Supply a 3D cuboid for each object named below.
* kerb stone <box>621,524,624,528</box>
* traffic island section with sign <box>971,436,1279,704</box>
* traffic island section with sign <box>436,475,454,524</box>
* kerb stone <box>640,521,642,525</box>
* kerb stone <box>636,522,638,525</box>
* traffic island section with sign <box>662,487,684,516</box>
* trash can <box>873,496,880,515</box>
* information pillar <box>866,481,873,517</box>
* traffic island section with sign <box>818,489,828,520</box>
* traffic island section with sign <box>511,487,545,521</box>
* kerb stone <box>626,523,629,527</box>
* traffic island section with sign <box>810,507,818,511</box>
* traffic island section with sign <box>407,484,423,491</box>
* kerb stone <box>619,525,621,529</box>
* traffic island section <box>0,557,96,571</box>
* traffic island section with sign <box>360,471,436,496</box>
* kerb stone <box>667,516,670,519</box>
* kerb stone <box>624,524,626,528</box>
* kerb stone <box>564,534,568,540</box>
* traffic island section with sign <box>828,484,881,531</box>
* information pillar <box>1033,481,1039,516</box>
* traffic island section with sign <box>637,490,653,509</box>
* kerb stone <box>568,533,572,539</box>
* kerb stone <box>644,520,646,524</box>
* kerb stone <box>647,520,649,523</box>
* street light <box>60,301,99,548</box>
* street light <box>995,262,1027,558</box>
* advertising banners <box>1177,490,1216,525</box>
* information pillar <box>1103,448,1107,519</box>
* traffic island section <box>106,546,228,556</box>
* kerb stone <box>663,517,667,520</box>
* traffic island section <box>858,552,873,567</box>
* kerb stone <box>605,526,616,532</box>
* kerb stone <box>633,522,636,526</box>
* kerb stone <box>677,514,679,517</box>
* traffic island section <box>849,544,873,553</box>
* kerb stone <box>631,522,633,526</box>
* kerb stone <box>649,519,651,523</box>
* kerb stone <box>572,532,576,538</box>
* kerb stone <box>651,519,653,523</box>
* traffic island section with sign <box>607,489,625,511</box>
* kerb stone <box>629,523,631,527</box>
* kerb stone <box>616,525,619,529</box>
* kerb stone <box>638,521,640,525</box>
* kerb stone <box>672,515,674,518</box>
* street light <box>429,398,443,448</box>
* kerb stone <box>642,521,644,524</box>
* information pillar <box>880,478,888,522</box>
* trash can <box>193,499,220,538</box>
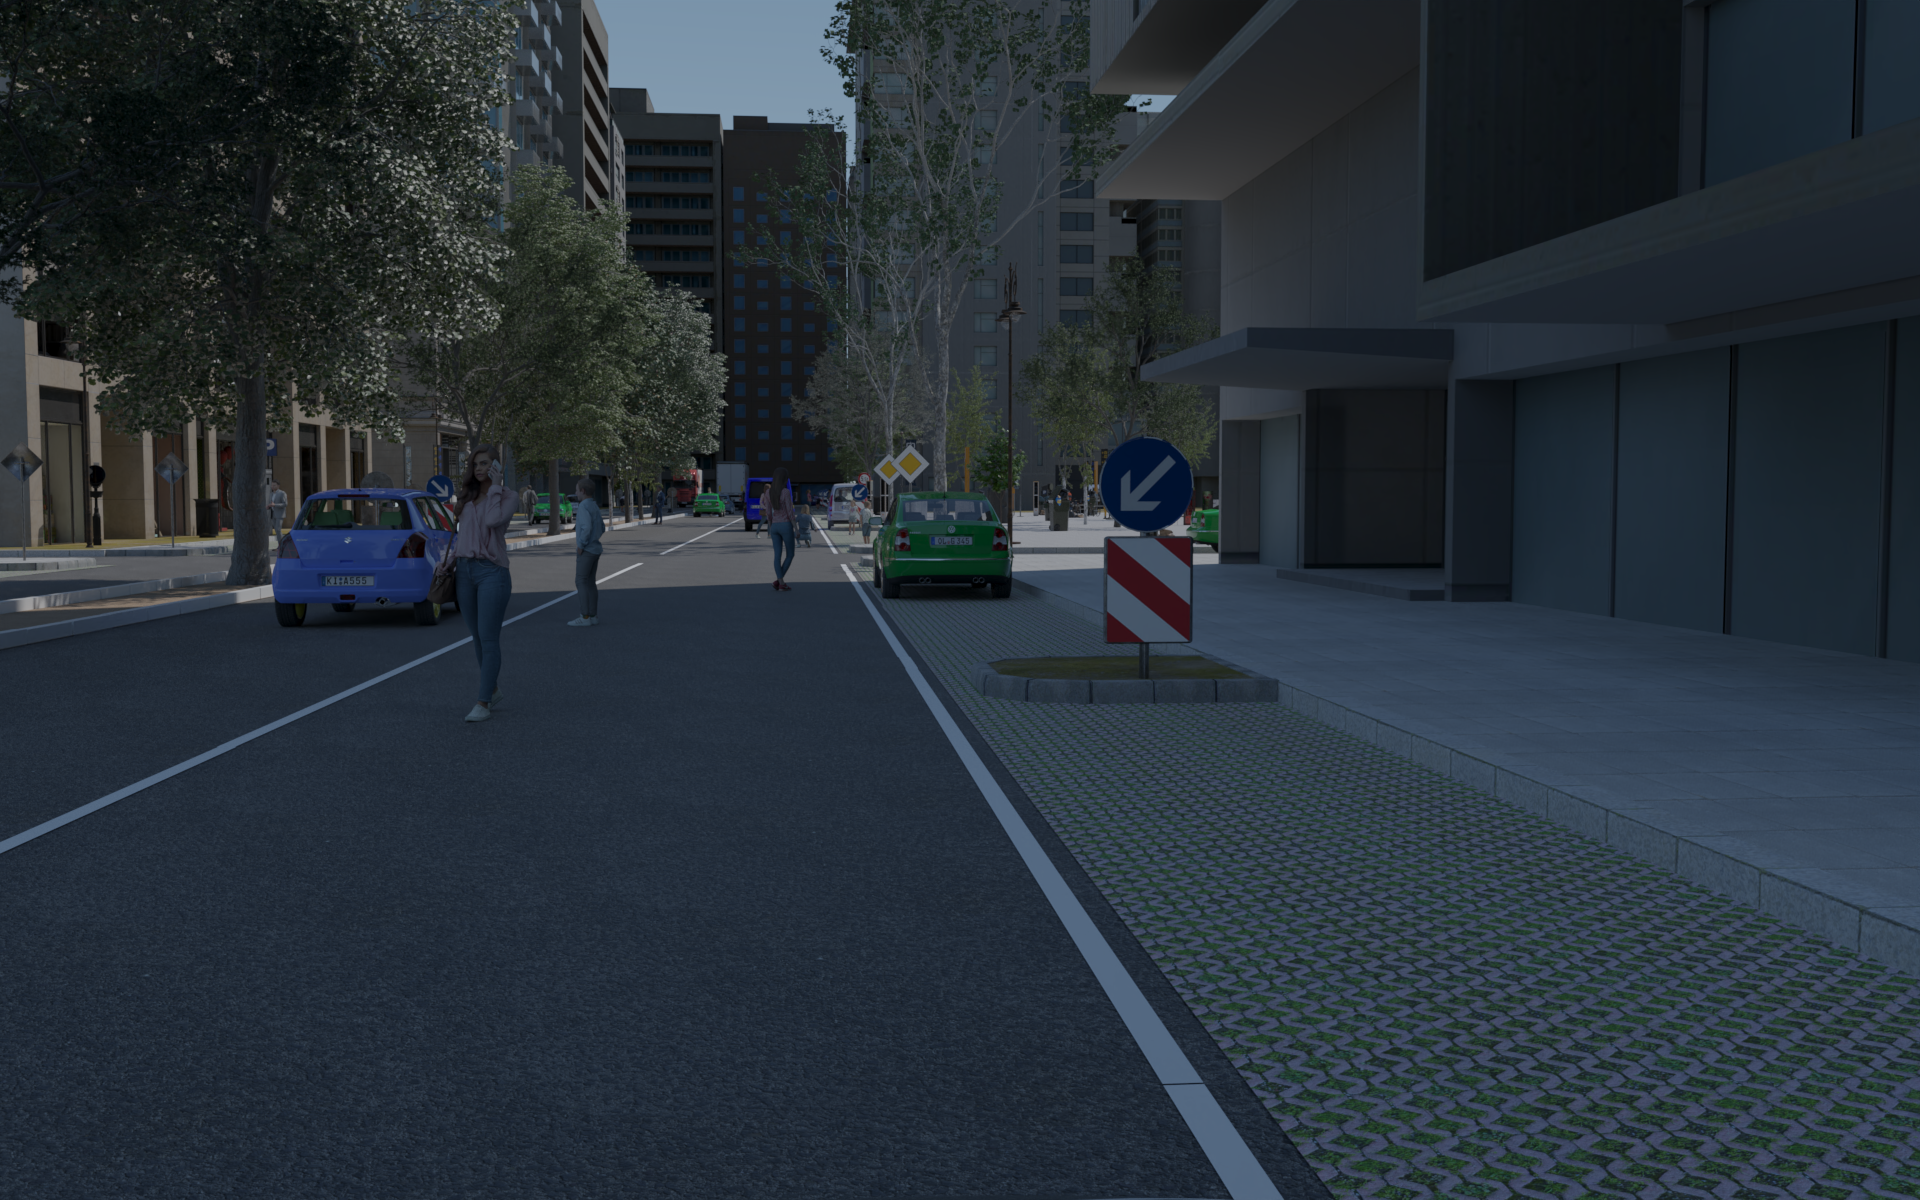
[{"bbox_3d":[-14.124,-3.025,71.652,0.120,0.150,1.000,0,4,-5],"label":"kerb stone"},{"bbox_3d":[1.111,-0.249,12.704,1.989,1.847,2.006,0,4,-5],"label":"traffic island section with sign"},{"bbox_3d":[-12.338,-2.046,41.584,2.006,1.907,1.989,0,4,-5],"label":"traffic island section with sign"},{"bbox_3d":[-14.898,-3.518,79.810,0.120,0.150,1.000,0,4,-5],"label":"kerb stone"},{"bbox_3d":[-14.697,-3.397,77.773,0.120,0.150,1.000,0,4,-5],"label":"kerb stone"},{"bbox_3d":[-19.393,-6.621,116.391,2.006,1.907,1.989,0,4,-5],"label":"traffic island section with sign"},{"bbox_3d":[-4.895,-5.650,104.027,0.748,1.137,0.748,0,3,0],"label":"trash can"},{"bbox_3d":[-4.928,-5.487,94.206,0.304,2.012,0.304,1,4,17],"label":"information pillar"},{"bbox_3d":[-6.567,-5.237,94.247,1.989,1.847,2.006,0,4,-5],"label":"traffic island section with sign"},{"bbox_3d":[-23.325,-5.153,92.882,1.989,1.847,2.006,0,4,-5],"label":"traffic island section with sign"},{"bbox_3d":[-14.320,-3.150,73.691,0.120,0.150,1.000,0,4,-5],"label":"kerb stone"},{"bbox_3d":[-13.865,-9.980,171.806,1.989,1.847,2.006,0,4,-5],"label":"traffic island section with sign"},{"bbox_3d":[-20.781,-3.500,65.849,1.989,1.847,2.006,0,4,-5],"label":"traffic island section with sign"},{"bbox_3d":[-14.023,-2.955,70.635,0.120,0.150,1.000,0,4,-5],"label":"kerb stone"},{"bbox_3d":[-18.047,-0.678,33.373,2.009,0.180,2.903,0,4,-5],"label":"traffic island section"},{"bbox_3d":[-11.653,-1.595,34.208,2.006,1.907,1.989,0,4,-5],"label":"traffic island section with sign"},{"bbox_3d":[-16.523,-4.584,97.183,0.120,0.150,1.000,0,4,-5],"label":"kerb stone"},{"bbox_3d":[-14.224,-3.085,72.673,0.120,0.150,1.000,0,4,-5],"label":"kerb stone"},{"bbox_3d":[-12.493,-1.963,54.284,0.120,0.150,1.000,0,4,-5],"label":"kerb stone"},{"bbox_3d":[-4.034,-3.595,67.411,1.989,1.847,2.006,0,4,-5],"label":"traffic island section with sign"},{"bbox_3d":[4.425,-5.894,100.860,0.304,2.012,0.304,0,4,2],"label":"information pillar"},{"bbox_3d":[-30.544,-9.839,169.503,1.989,1.847,2.006,0,4,-5],"label":"traffic island section with sign"},{"bbox_3d":[-12.587,-2.024,55.302,0.120,0.150,1.000,0,4,-5],"label":"kerb stone"},{"bbox_3d":[-15.079,-3.646,81.851,0.120,0.150,1.000,0,4,-5],"label":"kerb stone"},{"bbox_3d":[-15.274,-3.773,83.892,0.120,0.150,1.000,0,4,-5],"label":"kerb stone"},{"bbox_3d":[-20.816,-4.187,41.244,0.468,5.910,1.993,0,4,-5],"label":"street light"},{"bbox_3d":[1.006,-3.785,34.677,0.468,5.910,1.993,0,4,-5],"label":"street light"},{"bbox_3d":[9.467,-4.589,71.220,2.074,3.025,0.090,0,3,0],"label":"advertising banners"},{"bbox_3d":[7.460,-5.971,88.985,0.183,3.616,0.504,0,4,-2],"label":"information pillar"},{"bbox_3d":[-18.796,-1.165,41.323,2.009,0.180,2.903,0,4,-5],"label":"traffic island section"},{"bbox_3d":[-16.339,-4.455,95.137,0.120,0.150,1.000,0,4,-5],"label":"kerb stone"},{"bbox_3d":[-0.980,-0.776,34.969,2.009,0.180,2.903,0,4,-5],"label":"traffic island section"},{"bbox_3d":[-13.828,-2.838,68.591,0.120,0.150,1.000,0,4,-5],"label":"kerb stone"},{"bbox_3d":[-14.598,-3.337,76.754,0.120,0.150,1.000,0,4,-5],"label":"kerb stone"},{"bbox_3d":[-17.199,-5.022,104.315,0.120,0.150,1.000,0,4,-5],"label":"kerb stone"},{"bbox_3d":[-1.729,-1.262,42.919,2.009,0.180,2.903,0,4,-5],"label":"traffic island section"},{"bbox_3d":[-14.507,-3.275,75.735,0.120,0.150,1.000,0,4,-5],"label":"kerb stone"},{"bbox_3d":[-15.375,-3.835,84.909,0.120,0.150,1.000,0,4,-5],"label":"kerb stone"},{"bbox_3d":[-12.679,-2.085,56.331,0.120,0.150,1.000,0,4,-5],"label":"kerb stone"},{"bbox_3d":[-15.466,-3.892,85.942,0.120,0.150,1.000,0,4,-5],"label":"kerb stone"},{"bbox_3d":[-28.023,-8.198,142.665,1.989,1.847,2.006,0,4,-5],"label":"traffic island section with sign"},{"bbox_3d":[-14.407,-3.212,74.712,0.120,0.150,1.000,0,4,-5],"label":"kerb stone"},{"bbox_3d":[-13.938,-2.900,69.614,0.120,0.150,1.000,0,4,-5],"label":"kerb stone"},{"bbox_3d":[-14.797,-3.462,78.793,0.120,0.150,1.000,0,4,-5],"label":"kerb stone"},{"bbox_3d":[-16.814,-4.773,100.241,0.120,0.150,1.000,0,4,-5],"label":"kerb stone"},{"bbox_3d":[-24.538,-6.637,81.307,0.468,5.910,1.993,0,4,-5],"label":"street light"},{"bbox_3d":[-14.991,-3.586,80.831,0.120,0.150,1.000,0,4,-5],"label":"kerb stone"},{"bbox_3d":[-3.459,-4.598,79.676,0.304,2.012,0.304,2,4,34],"label":"information pillar"},{"bbox_3d":[-22.108,-2.397,50.850,0.748,1.137,0.748,0,3,0],"label":"trash can"}]
